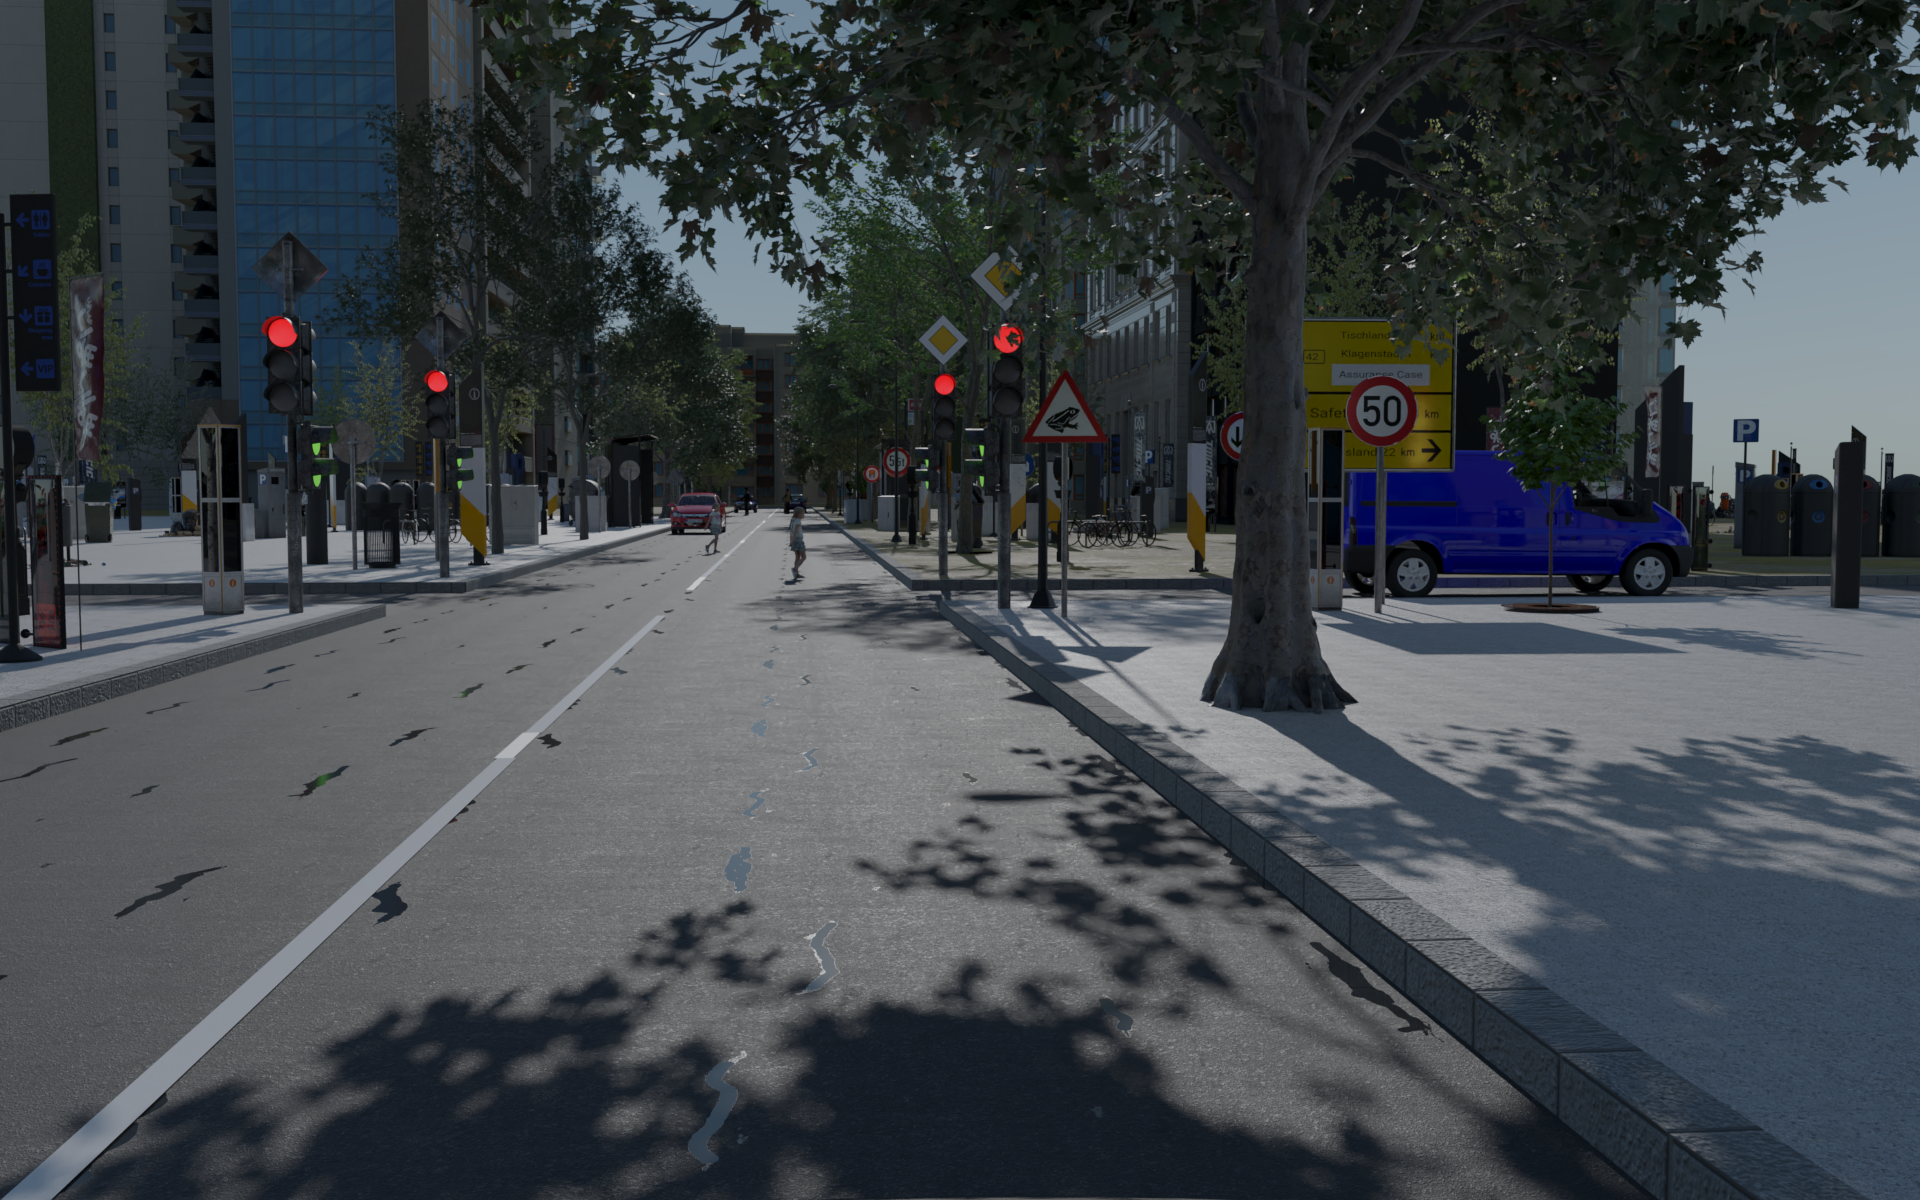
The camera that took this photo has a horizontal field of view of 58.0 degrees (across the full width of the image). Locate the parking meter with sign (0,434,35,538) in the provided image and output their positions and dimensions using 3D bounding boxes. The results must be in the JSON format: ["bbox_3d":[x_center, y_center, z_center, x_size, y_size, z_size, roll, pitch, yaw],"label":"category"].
[{"bbox_3d":[-27.889,-3.335,50.795,1.738,3.016,0.543,2,4,28],"label":"parking meter with sign"}]

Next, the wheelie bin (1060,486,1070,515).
[{"bbox_3d":[3.948,-3.739,69.040,0.980,1.594,0.693,2,4,34],"label":"wheelie bin"}]

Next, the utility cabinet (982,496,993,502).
[{"bbox_3d":[0.568,-2.837,57.540,1.020,1.237,0.306,1,4,16],"label":"utility cabinet"}]

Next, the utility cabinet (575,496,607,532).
[{"bbox_3d":[-13.325,-3.145,62.575,1.020,1.237,0.306,1,4,11],"label":"utility cabinet"}]

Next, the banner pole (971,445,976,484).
[{"bbox_3d":[0.516,-4.892,70.000,0.401,3.779,0.863,-1,4,-19],"label":"banner pole"}]

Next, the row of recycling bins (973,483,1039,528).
[{"bbox_3d":[1.779,-3.610,66.136,3.534,1.692,1.069,0,4,-8],"label":"row of recycling bins"}]

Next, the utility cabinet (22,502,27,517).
[{"bbox_3d":[-50.933,-5.233,94.233,0.318,1.500,1.173,1,4,16],"label":"utility cabinet"}]

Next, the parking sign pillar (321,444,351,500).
[{"bbox_3d":[-29.770,-5.773,82.861,1.447,3.967,1.447,0,4,2],"label":"parking sign pillar"}]

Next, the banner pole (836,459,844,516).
[{"bbox_3d":[-6.862,-6.718,99.862,0.401,3.779,0.863,3,4,38],"label":"banner pole"}]

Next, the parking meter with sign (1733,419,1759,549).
[{"bbox_3d":[18.577,-2.730,40.897,0.543,3.016,1.738,2,4,27],"label":"parking meter with sign"}]

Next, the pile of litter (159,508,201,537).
[{"bbox_3d":[-23.347,-2.361,52.568,1.719,0.858,1.176,0,4,-6],"label":"pile of litter"}]

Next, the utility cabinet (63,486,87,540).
[{"bbox_3d":[-24.580,-2.388,47.720,1.173,1.500,0.318,-2,4,-34],"label":"utility cabinet"}]

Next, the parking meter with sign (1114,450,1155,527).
[{"bbox_3d":[6.804,-4.370,67.705,1.738,3.016,0.543,-3,5,-39],"label":"parking meter with sign"}]

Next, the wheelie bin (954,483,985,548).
[{"bbox_3d":[0.206,-2.029,41.086,0.693,1.594,0.980,-1,4,-9],"label":"wheelie bin"}]

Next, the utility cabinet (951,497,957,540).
[{"bbox_3d":[-0.042,-2.273,48.317,0.306,1.237,1.020,1,4,9],"label":"utility cabinet"}]

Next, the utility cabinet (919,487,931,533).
[{"bbox_3d":[-1.137,-2.949,56.894,0.318,1.500,1.173,0,4,3],"label":"utility cabinet"}]

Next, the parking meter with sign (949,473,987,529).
[{"bbox_3d":[0.148,-4.172,64.479,1.738,3.016,0.543,0,4,-1],"label":"parking meter with sign"}]

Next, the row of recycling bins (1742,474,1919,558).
[{"bbox_3d":[17.991,-1.744,35.628,3.534,1.692,1.069,1,4,9],"label":"row of recycling bins"}]

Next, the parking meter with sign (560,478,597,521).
[{"bbox_3d":[-17.901,-5.208,81.405,1.738,3.016,0.543,-2,4,-30],"label":"parking meter with sign"}]

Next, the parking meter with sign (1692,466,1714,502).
[{"bbox_3d":[45.346,-6.739,106.447,1.738,3.016,0.543,1,4,23],"label":"parking meter with sign"}]

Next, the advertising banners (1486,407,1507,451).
[{"bbox_3d":[10.071,-2.351,34.634,2.074,3.025,0.090,-1,4,-17],"label":"advertising banners"}]

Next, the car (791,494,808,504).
[{"bbox_3d":[-15.384,-9.261,163.219,2.131,1.459,4.920,0,4,-5],"label":"car"}]

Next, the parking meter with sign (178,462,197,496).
[{"bbox_3d":[-42.286,-6.093,95.879,1.738,3.016,0.543,-1,4,-19],"label":"parking meter with sign"}]

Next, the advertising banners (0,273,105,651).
[{"bbox_3d":[-7.620,-1.113,14.383,2.074,3.025,0.090,2,4,35],"label":"advertising banners"}]

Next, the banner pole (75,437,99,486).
[{"bbox_3d":[-28.390,-4.069,56.538,0.863,3.779,0.401,0,4,3],"label":"banner pole"}]

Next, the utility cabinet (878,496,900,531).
[{"bbox_3d":[-2.518,-3.054,61.087,0.306,1.237,1.020,-3,4,-36],"label":"utility cabinet"}]

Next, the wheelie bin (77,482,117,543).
[{"bbox_3d":[-22.735,-2.311,45.687,0.980,1.594,0.693,-1,4,-16],"label":"wheelie bin"}]

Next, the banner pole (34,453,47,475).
[{"bbox_3d":[-52.200,-6.618,98.225,0.863,3.779,0.401,-1,4,-17],"label":"banner pole"}]

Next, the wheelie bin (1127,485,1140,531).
[{"bbox_3d":[6.116,-3.091,58.445,0.980,1.594,0.693,-3,4,-36],"label":"wheelie bin"}]

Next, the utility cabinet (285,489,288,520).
[{"bbox_3d":[-32.398,-4.570,83.398,1.173,1.500,0.318,1,4,9],"label":"utility cabinet"}]

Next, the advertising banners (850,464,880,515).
[{"bbox_3d":[-5.311,-6.182,97.265,2.074,3.025,0.090,-2,4,-25],"label":"advertising banners"}]

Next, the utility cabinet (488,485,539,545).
[{"bbox_3d":[-11.139,-2.112,43.213,1.173,1.500,0.318,0,4,6],"label":"utility cabinet"}]

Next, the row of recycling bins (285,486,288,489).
[{"bbox_3d":[-33.480,-5.042,89.555,3.534,1.692,1.069,-2,4,-30],"label":"row of recycling bins"}]

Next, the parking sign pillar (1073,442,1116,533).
[{"bbox_3d":[4.433,-4.183,56.870,1.447,3.967,1.447,1,4,13],"label":"parking sign pillar"}]

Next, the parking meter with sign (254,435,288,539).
[{"bbox_3d":[-20.051,-3.310,50.380,0.543,3.016,1.738,1,4,23],"label":"parking meter with sign"}]

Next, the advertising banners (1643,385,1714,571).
[{"bbox_3d":[11.770,-1.972,28.422,2.074,3.025,0.090,-3,4,-36],"label":"advertising banners"}]

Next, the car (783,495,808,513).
[{"bbox_3d":[-12.660,-7.369,133.068,1.945,1.354,3.894,0,4,-4],"label":"car"}]

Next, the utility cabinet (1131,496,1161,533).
[{"bbox_3d":[6.112,-2.801,56.959,1.020,1.237,0.306,-2,4,-31],"label":"utility cabinet"}]

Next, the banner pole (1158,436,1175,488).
[{"bbox_3d":[8.857,-5.200,75.034,0.863,3.779,0.401,0,4,3],"label":"banner pole"}]

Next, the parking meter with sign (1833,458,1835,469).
[{"bbox_3d":[42.798,-5.307,83.025,0.543,3.016,1.738,-2,4,-33],"label":"parking meter with sign"}]

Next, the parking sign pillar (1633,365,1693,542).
[{"bbox_3d":[14.964,-2.961,36.879,1.447,3.967,1.447,-1,4,-19],"label":"parking sign pillar"}]

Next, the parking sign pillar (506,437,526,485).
[{"bbox_3d":[-21.166,-5.757,82.603,1.447,3.967,1.447,1,4,9],"label":"parking sign pillar"}]

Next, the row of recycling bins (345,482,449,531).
[{"bbox_3d":[-20.007,-3.296,61.010,3.534,1.692,1.069,1,4,9],"label":"row of recycling bins"}]

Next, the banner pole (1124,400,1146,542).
[{"bbox_3d":[4.673,-3.437,46.204,0.401,3.779,0.863,-3,4,-37],"label":"banner pole"}]

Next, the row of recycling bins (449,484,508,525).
[{"bbox_3d":[-19.916,-3.941,71.549,3.534,1.692,1.069,1,4,21],"label":"row of recycling bins"}]

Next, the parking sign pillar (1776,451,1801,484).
[{"bbox_3d":[51.074,-7.239,106.825,1.447,3.967,1.447,-3,5,-44],"label":"parking sign pillar"}]

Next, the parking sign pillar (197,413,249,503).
[{"bbox_3d":[-24.027,-4.189,56.968,1.447,3.967,1.447,1,4,16],"label":"parking sign pillar"}]

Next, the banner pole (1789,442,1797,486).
[{"bbox_3d":[40.053,-5.708,83.344,0.401,3.779,0.863,0,4,3],"label":"banner pole"}]

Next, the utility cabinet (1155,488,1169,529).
[{"bbox_3d":[7.207,-3.357,63.571,0.318,1.500,1.173,-2,4,-27],"label":"utility cabinet"}]
